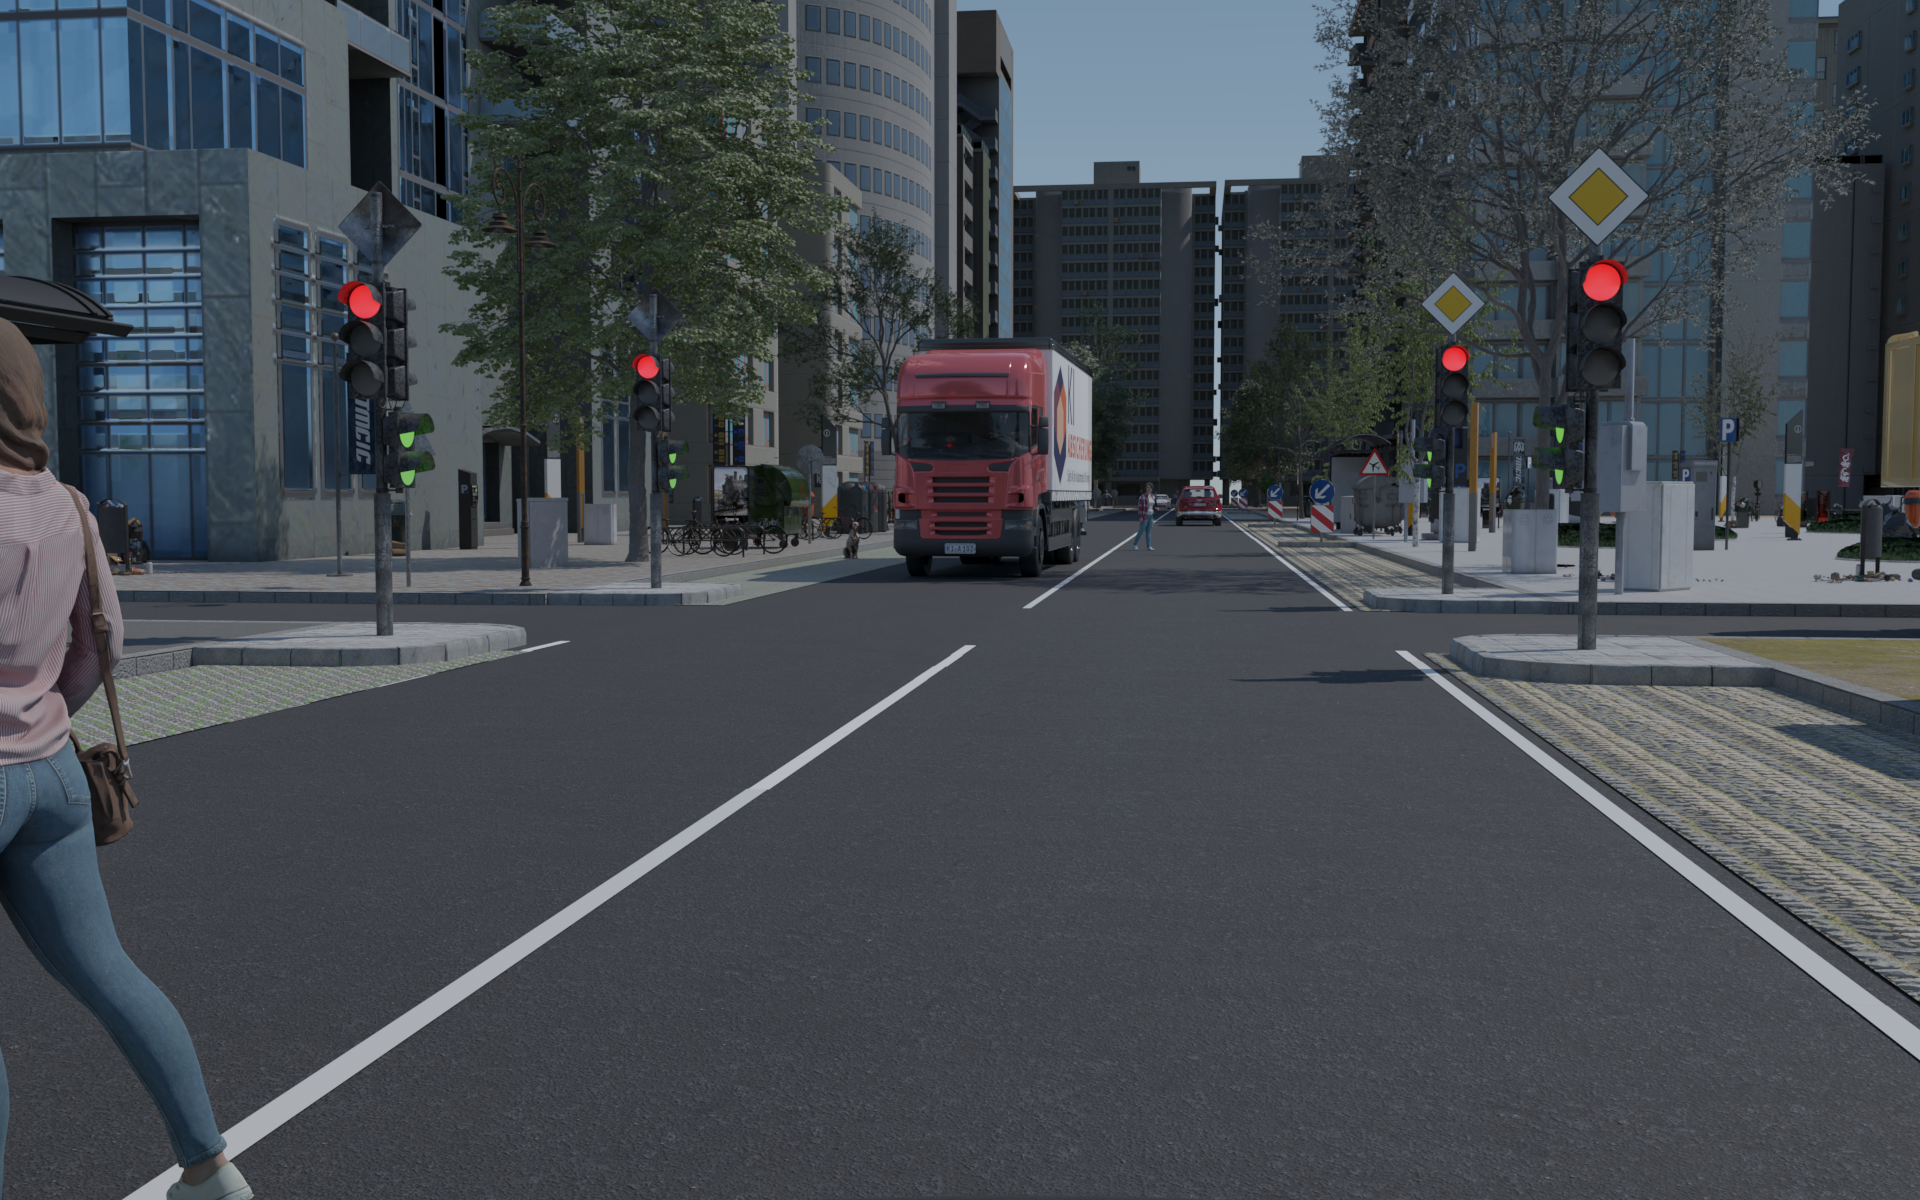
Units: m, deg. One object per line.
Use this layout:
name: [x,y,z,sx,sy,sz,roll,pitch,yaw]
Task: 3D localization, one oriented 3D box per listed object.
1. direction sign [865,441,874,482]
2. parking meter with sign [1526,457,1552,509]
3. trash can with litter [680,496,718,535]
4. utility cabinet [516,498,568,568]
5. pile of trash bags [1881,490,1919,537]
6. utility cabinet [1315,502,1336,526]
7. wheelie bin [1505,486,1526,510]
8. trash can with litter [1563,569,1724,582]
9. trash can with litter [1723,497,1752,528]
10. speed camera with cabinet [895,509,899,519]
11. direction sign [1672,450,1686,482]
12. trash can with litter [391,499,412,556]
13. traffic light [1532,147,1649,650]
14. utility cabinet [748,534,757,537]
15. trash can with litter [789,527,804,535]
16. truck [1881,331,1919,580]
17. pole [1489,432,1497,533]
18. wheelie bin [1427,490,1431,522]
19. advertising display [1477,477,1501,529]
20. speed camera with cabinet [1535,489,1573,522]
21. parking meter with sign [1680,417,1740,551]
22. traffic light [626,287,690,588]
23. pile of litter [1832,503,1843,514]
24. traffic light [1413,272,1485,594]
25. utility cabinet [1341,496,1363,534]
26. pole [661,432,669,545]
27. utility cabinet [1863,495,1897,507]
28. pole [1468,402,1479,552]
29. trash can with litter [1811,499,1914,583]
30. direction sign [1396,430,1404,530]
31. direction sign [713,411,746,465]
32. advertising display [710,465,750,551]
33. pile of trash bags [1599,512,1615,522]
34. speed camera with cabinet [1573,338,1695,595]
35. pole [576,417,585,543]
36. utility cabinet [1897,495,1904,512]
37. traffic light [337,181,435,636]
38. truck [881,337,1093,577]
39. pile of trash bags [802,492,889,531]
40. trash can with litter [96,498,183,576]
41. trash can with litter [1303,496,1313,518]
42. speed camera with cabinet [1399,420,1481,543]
direction sign: [-3.873,-5.022,74.103,0.379,3.537,0.876,1,4,22]
parking meter with sign: [27.241,-5.154,80.523,1.738,3.016,0.543,2,4,35]
trash can with litter: [-8.109,-2.694,55.098,1.678,1.210,2.233,1,4,14]
utility cabinet: [-7.318,-1.175,30.371,0.306,1.237,1.020,2,4,27]
pile of trash bags: [22.870,-1.943,41.528,1.912,1.369,3.447,2,4,27]
utility cabinet: [14.814,-3.711,69.358,1.173,1.500,0.318,0,4,-3]
wheelie bin: [21.555,-3.625,67.184,0.693,1.594,0.980,2,4,32]
trash can with litter: [10.125,-0.913,25.989,1.678,1.210,2.233,-2,4,-29]
trash can with litter: [29.166,-3.282,65.043,0.624,1.170,1.055,-2,4,-25]
speed camera with cabinet: [-2.065,-4.222,63.360,0.660,3.252,2.038,0,4,-1]
direction sign: [37.296,-5.991,89.947,0.876,3.537,0.379,-2,4,-23]
trash can with litter: [-11.633,-1.507,36.025,0.624,1.170,1.055,-2,4,-26]
traffic light: [5.165,-1.547,14.211,0.839,4.253,0.868,0,4,8]
utility cabinet: [-6.355,-2.451,51.239,1.020,1.237,0.306,1,4,22]
trash can with litter: [-5.286,-2.608,54.023,0.624,1.170,1.055,2,4,25]
truck: [14.461,-1.262,16.551,9.791,3.379,3.469,1,4,10]
pole: [17.614,-3.877,57.231,0.158,3.312,0.155,0,3,0]
wheelie bin: [21.890,-4.397,79.798,0.980,1.594,0.693,1,4,14]
advertising display: [19.728,-3.641,64.743,0.974,1.923,0.123,3,4,38]
speed camera with cabinet: [20.417,-3.916,58.359,0.660,3.252,2.038,-3,4,-39]
parking meter with sign: [16.775,-2.640,39.420,1.738,3.016,0.543,-1,4,-14]
traffic light: [-4.128,-2.116,23.512,0.839,4.253,0.868,0,4,8]
pile of litter: [41.094,-4.072,80.539,1.719,0.858,1.176,-3,4,-37]
traffic light: [6.241,-2.031,22.123,0.839,4.253,0.868,0,4,8]
utility cabinet: [12.744,-2.765,56.367,0.306,1.237,1.020,-1,4,-15]
pole: [-7.511,-3.069,44.016,0.158,3.312,0.155,0,3,0]
utility cabinet: [34.966,-3.350,65.936,1.020,1.237,0.306,3,4,37]
pole: [11.464,-2.741,38.661,0.158,3.312,0.155,0,3,0]
trash can with litter: [13.241,-0.897,25.717,2.233,1.210,1.678,-3,4,-39]
direction sign: [15.605,-4.256,61.579,0.379,3.537,0.876,2,4,27]
direction sign: [-6.265,-3.367,47.045,0.876,3.537,0.379,0,4,-3]
advertising display: [-5.170,-2.064,38.961,0.974,1.923,0.123,-3,5,-41]
pile of trash bags: [26.777,-4.022,75.505,3.447,1.369,1.912,-2,4,-24]
speed camera with cabinet: [8.915,-1.736,22.719,2.038,3.252,0.660,-3,5,-42]
pole: [-10.000,-3.168,45.647,0.158,3.312,0.155,0,3,0]
utility cabinet: [42.342,-4.116,78.457,1.020,1.237,0.306,-2,4,-29]
traffic light: [-5.203,-1.632,15.599,0.839,4.253,0.868,0,4,8]
truck: [0.824,-2.723,33.437,2.839,4.237,11.283,1,4,9]
pile of trash bags: [-4.109,-3.097,60.384,3.447,1.369,1.912,1,4,23]
trash can with litter: [-13.806,-1.019,27.717,2.233,1.210,1.678,1,4,14]
trash can with litter: [18.999,-5.061,94.135,1.055,1.170,0.624,-3,5,-41]
speed camera with cabinet: [12.742,-3.159,45.993,2.038,3.252,0.660,2,4,24]
